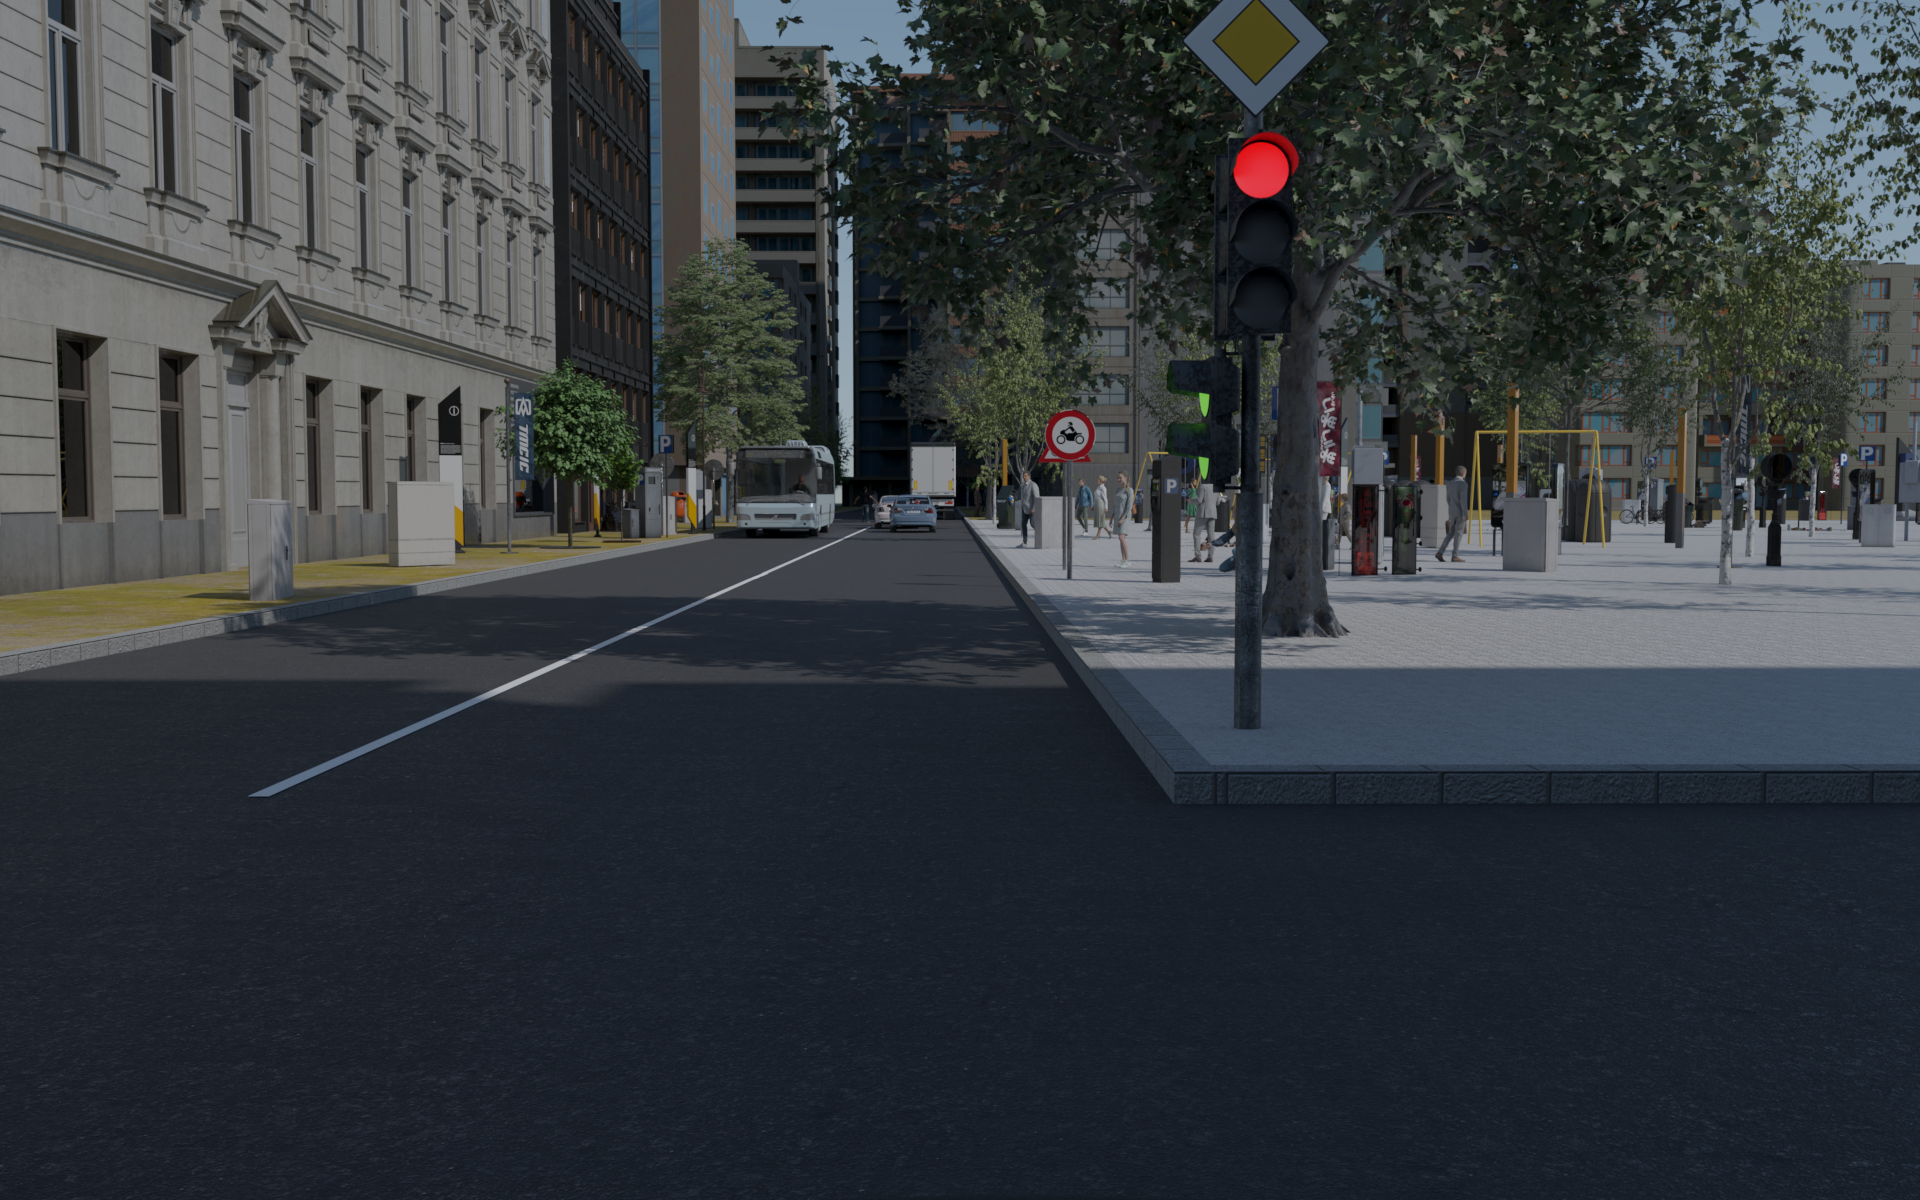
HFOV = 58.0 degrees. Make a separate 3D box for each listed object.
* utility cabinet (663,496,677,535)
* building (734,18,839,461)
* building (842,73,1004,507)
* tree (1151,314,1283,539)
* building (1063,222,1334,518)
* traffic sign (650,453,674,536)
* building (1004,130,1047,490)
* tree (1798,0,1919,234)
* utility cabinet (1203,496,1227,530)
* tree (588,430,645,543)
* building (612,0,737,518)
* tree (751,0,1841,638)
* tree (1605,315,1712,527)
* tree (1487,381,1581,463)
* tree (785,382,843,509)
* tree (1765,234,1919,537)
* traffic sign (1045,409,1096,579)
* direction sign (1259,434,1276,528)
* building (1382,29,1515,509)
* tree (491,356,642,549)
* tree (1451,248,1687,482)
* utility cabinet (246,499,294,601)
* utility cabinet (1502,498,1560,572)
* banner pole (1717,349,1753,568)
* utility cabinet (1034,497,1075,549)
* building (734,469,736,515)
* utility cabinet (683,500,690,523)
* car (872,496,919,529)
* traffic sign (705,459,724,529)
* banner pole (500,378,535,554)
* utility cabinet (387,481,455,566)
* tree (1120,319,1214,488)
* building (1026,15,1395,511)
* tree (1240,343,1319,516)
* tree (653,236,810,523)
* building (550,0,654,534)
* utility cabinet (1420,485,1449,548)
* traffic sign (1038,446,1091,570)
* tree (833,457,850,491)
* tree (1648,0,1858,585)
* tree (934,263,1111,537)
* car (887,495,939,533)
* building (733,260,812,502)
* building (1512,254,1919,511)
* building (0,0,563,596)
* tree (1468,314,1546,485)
[{"bbox_3d":[-9.409,-2.683,55.022,0.306,1.237,1.020,2,4,28],"label":"utility cabinet"},{"bbox_3d":[-23.900,-34.091,181.097,21.600,48.544,21.300,0,4,-1],"label":"building"},{"bbox_3d":[1.403,-32.210,181.264,28.867,44.769,22.147,0,4,-1],"label":"building"},{"bbox_3d":[7.678,-6.021,48.803,4.737,8.622,4.395,0,3,0],"label":"tree"},{"bbox_3d":[12.714,-25.278,96.886,14.154,41.232,14.086,0,4,-1],"label":"building"},{"bbox_3d":[-9.201,-3.262,53.436,0.768,2.556,0.104,0,4,8],"label":"traffic sign"},{"bbox_3d":[14.750,-31.957,146.205,21.300,48.544,21.600,0,4,-1],"label":"building"},{"bbox_3d":[10.716,-4.119,17.713,4.360,8.622,3.978,0,3,0],"label":"tree"},{"bbox_3d":[9.021,-3.102,61.880,1.020,1.237,0.306,-2,4,-24],"label":"utility cabinet"},{"bbox_3d":[-8.980,-3.144,46.007,1.663,3.219,1.824,0,3,0],"label":"tree"},{"bbox_3d":[-19.603,-26.969,91.060,14.600,45.320,14.200,0,4,-1],"label":"building"},{"bbox_3d":[3.097,-6.021,15.449,9.611,12.733,9.660,0,3,0],"label":"tree"},{"bbox_3d":[27.388,-7.214,68.305,4.360,8.622,3.978,0,3,0],"label":"tree"},{"bbox_3d":[25.281,-7.771,77.421,4.360,8.622,3.978,0,3,0],"label":"tree"},{"bbox_3d":[-10.160,-10.005,113.946,4.737,8.622,4.395,0,3,0],"label":"tree"},{"bbox_3d":[25.719,-6.193,51.622,4.360,8.622,3.978,0,3,0],"label":"tree"},{"bbox_3d":[1.660,-1.593,26.156,0.768,2.556,0.104,0,3,0],"label":"traffic sign"},{"bbox_3d":[11.571,-4.473,65.128,0.876,3.537,0.379,0,4,2],"label":"direction sign"},{"bbox_3d":[39.223,-30.594,150.329,14.200,45.320,14.600,0,4,-1],"label":"building"},{"bbox_3d":[-9.173,-3.503,40.982,4.285,4.588,4.351,0,3,0],"label":"tree"},{"bbox_3d":[18.712,-7.310,53.933,7.601,10.594,8.767,0,4,6],"label":"tree"},{"bbox_3d":[-8.464,-0.619,21.291,0.306,1.237,1.020,0,4,-8],"label":"utility cabinet"},{"bbox_3d":[9.505,-1.082,28.851,0.306,1.237,1.020,-2,4,-24],"label":"utility cabinet"},{"bbox_3d":[13.383,-2.431,29.762,0.401,3.779,0.863,0,4,-1],"label":"banner pole"},{"bbox_3d":[2.224,-1.801,40.603,1.020,1.237,0.306,-3,4,-37],"label":"utility cabinet"},{"bbox_3d":[-28.991,-25.585,110.194,32.217,40.220,23.993,0,4,-1],"label":"building"},{"bbox_3d":[-11.872,-4.053,77.431,1.020,1.237,0.306,-2,4,-29],"label":"utility cabinet"},{"bbox_3d":[-2.640,-3.683,72.581,2.083,1.381,4.827,0,4,-2],"label":"car"},{"bbox_3d":[-9.030,-3.875,63.460,0.768,2.556,0.104,0,4,4],"label":"traffic sign"},{"bbox_3d":[-9.592,-2.908,37.566,0.863,3.779,0.401,-3,5,-43],"label":"banner pole"},{"bbox_3d":[-9.567,-1.351,30.761,0.318,1.500,1.173,3,4,38],"label":"utility cabinet"},{"bbox_3d":[8.513,-7.308,69.853,4.360,8.622,3.978,0,3,0],"label":"tree"},{"bbox_3d":[16.447,-30.612,120.111,23.786,49.044,30.456,0,4,-1],"label":"building"},{"bbox_3d":[14.682,-7.981,80.844,4.360,8.622,3.978,0,3,0],"label":"tree"},{"bbox_3d":[-10.704,-9.723,77.098,7.486,12.596,7.792,0,3,0],"label":"tree"},{"bbox_3d":[-18.751,-14.286,63.257,12.332,23.373,15.834,0,4,-1],"label":"building"},{"bbox_3d":[11.321,-1.992,41.253,0.318,1.500,1.173,0,4,-3],"label":"utility cabinet"},{"bbox_3d":[1.755,-1.779,29.083,0.884,2.594,0.081,0,4,3],"label":"traffic sign"},{"bbox_3d":[-10.583,-9.497,138.983,4.285,4.588,4.351,0,3,0],"label":"tree"},{"bbox_3d":[10.797,-4.509,24.092,4.737,8.622,4.395,0,3,0],"label":"tree"},{"bbox_3d":[2.051,-6.208,51.869,4.737,8.622,4.395,0,3,0],"label":"tree"},{"bbox_3d":[-1.785,-3.282,65.669,2.014,1.417,4.499,0,4,-2],"label":"car"},{"bbox_3d":[-27.876,-18.288,144.051,28.899,21.520,27.650,0,4,-1],"label":"building"},{"bbox_3d":[61.075,-18.299,144.230,28.899,21.520,27.650,0,4,-1],"label":"building"},{"bbox_3d":[-20.073,-15.701,33.119,17.030,29.872,44.131,0,4,-1],"label":"building"},{"bbox_3d":[21.589,-7.159,67.406,4.737,8.622,4.395,0,3,0],"label":"tree"}]
